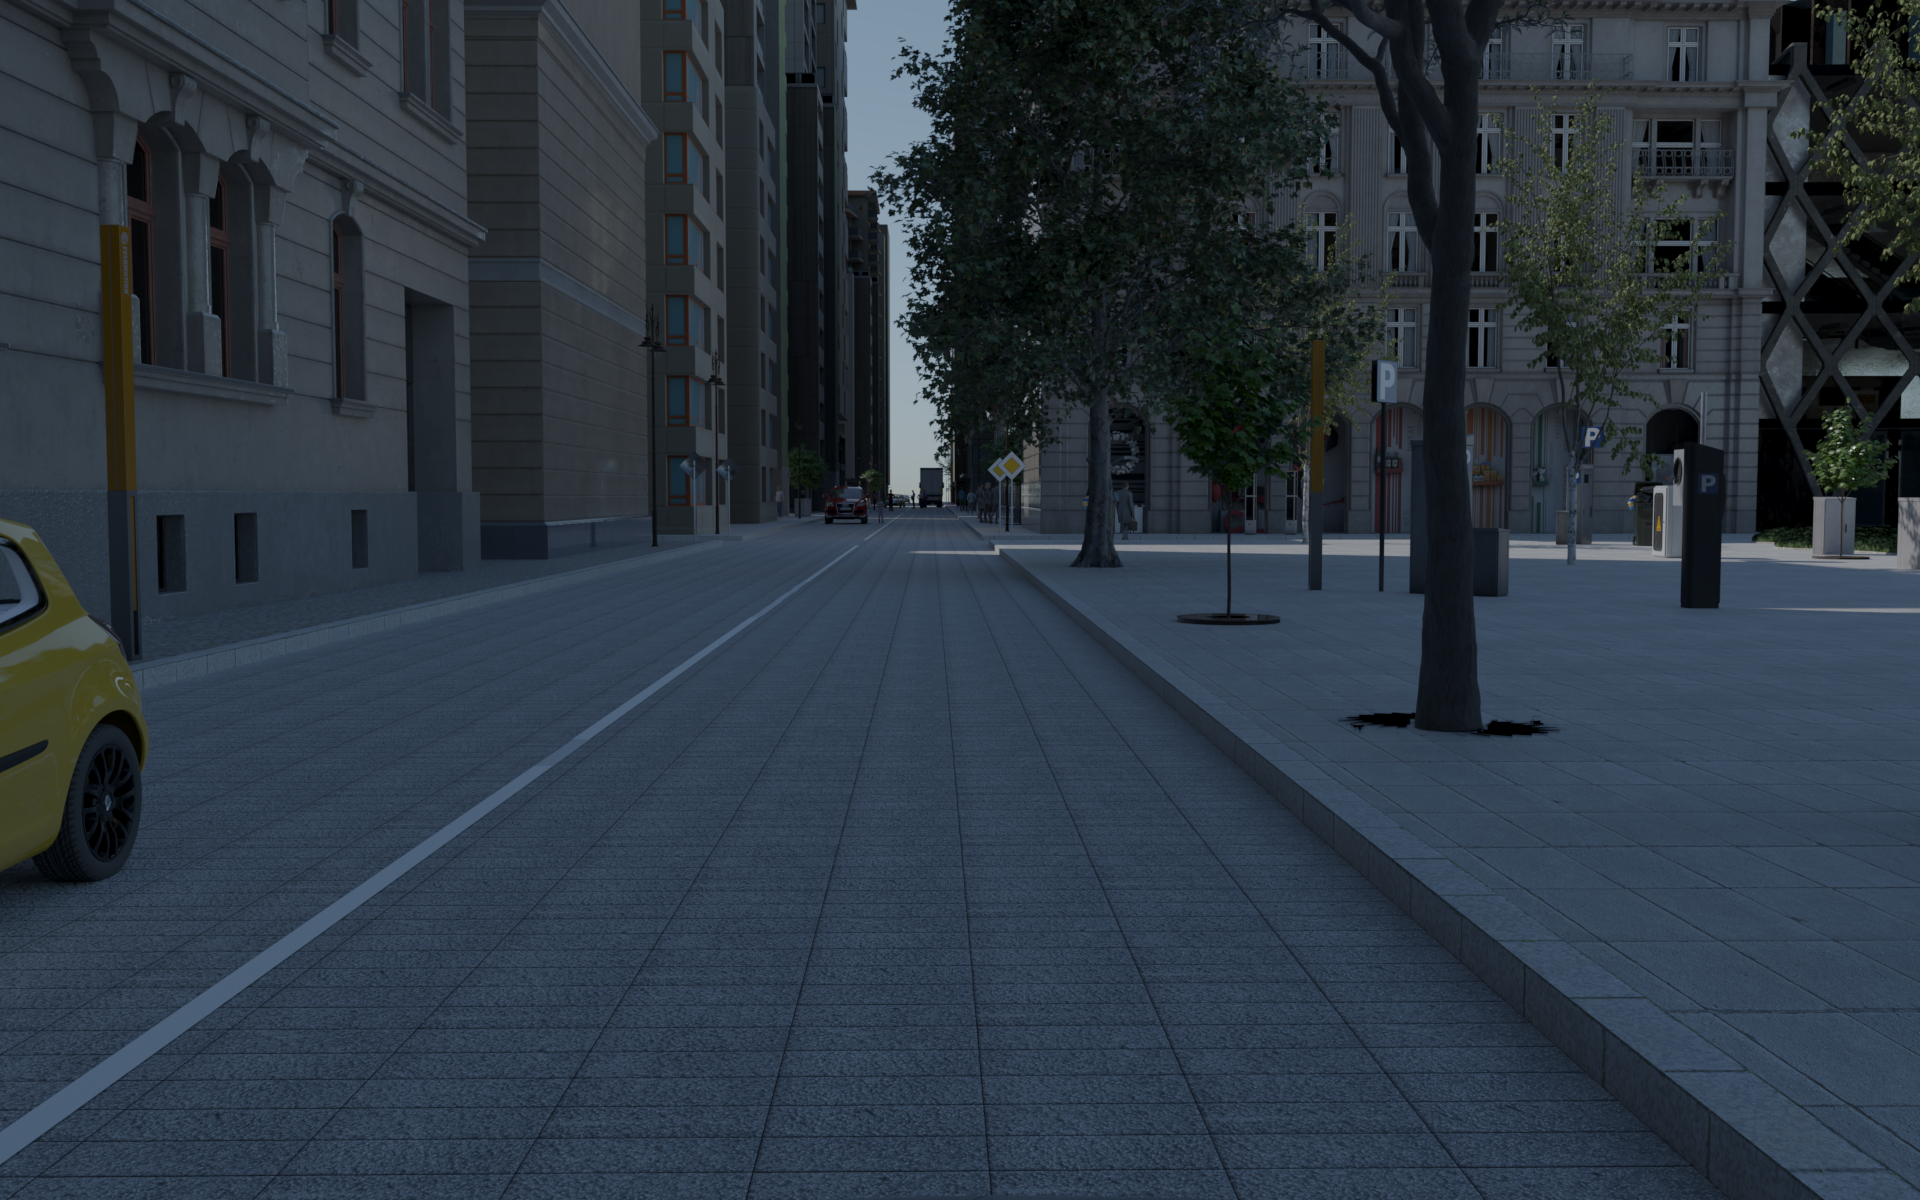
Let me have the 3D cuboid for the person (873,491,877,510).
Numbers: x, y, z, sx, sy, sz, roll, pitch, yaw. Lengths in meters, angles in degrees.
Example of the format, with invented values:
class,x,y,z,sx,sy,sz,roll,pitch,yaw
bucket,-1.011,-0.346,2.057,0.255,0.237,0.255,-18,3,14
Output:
class,x,y,z,sx,sy,sz,roll,pitch,yaw
person,-7.517,-8.854,153.973,0.721,1.736,1.217,-1,4,-12

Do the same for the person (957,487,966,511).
class,x,y,z,sx,sy,sz,roll,pitch,yaw
person,0.124,-7.424,127.773,0.601,1.785,0.444,2,4,32

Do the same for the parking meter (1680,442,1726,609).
class,x,y,z,sx,sy,sz,roll,pitch,yaw
parking meter,8.358,-0.842,19.475,0.399,1.863,0.255,0,4,0

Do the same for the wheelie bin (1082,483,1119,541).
class,x,y,z,sx,sy,sz,roll,pitch,yaw
wheelie bin,3.682,-2.262,44.891,0.980,1.594,0.693,-1,4,-18

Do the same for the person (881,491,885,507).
class,x,y,z,sx,sy,sz,roll,pitch,yaw
person,-8.492,-11.102,190.542,0.721,1.766,1.217,0,4,6

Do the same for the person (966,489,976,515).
class,x,y,z,sx,sy,sz,roll,pitch,yaw
person,0.699,-6.158,108.529,0.589,1.601,0.330,0,4,-3

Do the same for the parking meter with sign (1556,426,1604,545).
class,x,y,z,sx,sy,sz,roll,pitch,yaw
parking meter with sign,15.790,-2.933,44.210,0.543,3.016,1.738,3,5,43

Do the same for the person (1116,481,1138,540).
class,x,y,z,sx,sy,sz,roll,pitch,yaw
person,4.878,-2.572,50.657,0.694,1.812,0.767,3,5,41

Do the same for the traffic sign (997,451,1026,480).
class,x,y,z,sx,sy,sz,roll,pitch,yaw
traffic sign,1.418,-2.730,46.826,0.795,2.593,0.064,0,4,-1

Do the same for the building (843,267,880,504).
class,x,y,z,sx,sy,sz,roll,pitch,yaw
building,-17.482,-27.474,220.899,14.160,30.474,14.107,0,4,-1

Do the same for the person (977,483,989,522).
class,x,y,z,sx,sy,sz,roll,pitch,yaw
person,1.033,-4.460,79.149,0.419,1.800,0.721,-3,5,-41

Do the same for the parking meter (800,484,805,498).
class,x,y,z,sx,sy,sz,roll,pitch,yaw
parking meter,-9.448,-5.994,103.708,0.255,1.863,0.399,-1,4,-15

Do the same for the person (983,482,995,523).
class,x,y,z,sx,sy,sz,roll,pitch,yaw
person,1.298,-4.294,76.432,0.526,1.800,0.537,0,4,3

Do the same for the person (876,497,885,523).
class,x,y,z,sx,sy,sz,roll,pitch,yaw
person,-3.906,-4.447,85.486,0.425,1.301,0.394,-2,4,-31

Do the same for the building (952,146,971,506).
class,x,y,z,sx,sy,sz,roll,pitch,yaw
building,5.895,-35.210,225.797,14.600,45.320,14.200,0,4,-1

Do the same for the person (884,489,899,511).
class,x,y,z,sx,sy,sz,roll,pitch,yaw
person,-5.765,-8.356,145.062,1.348,1.831,0.705,2,4,26

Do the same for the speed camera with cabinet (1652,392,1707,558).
class,x,y,z,sx,sy,sz,roll,pitch,yaw
speed camera with cabinet,14.355,-2.453,34.436,0.660,3.252,2.038,0,4,7

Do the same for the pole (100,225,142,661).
class,x,y,z,sx,sy,sz,roll,pitch,yaw
pole,-6.422,-1.187,13.257,0.158,3.312,0.155,0,3,0

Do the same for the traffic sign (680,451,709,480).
class,x,y,z,sx,sy,sz,roll,pitch,yaw
traffic sign,-7.175,-2.722,46.700,0.795,2.593,0.064,0,4,-1

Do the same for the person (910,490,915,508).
class,x,y,z,sx,sy,sz,roll,pitch,yaw
person,-4.755,-10.024,172.259,0.599,1.838,0.709,1,4,13

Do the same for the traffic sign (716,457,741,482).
class,x,y,z,sx,sy,sz,roll,pitch,yaw
traffic sign,-7.312,-3.211,54.683,0.795,2.593,0.064,0,4,-1

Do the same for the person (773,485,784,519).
class,x,y,z,sx,sy,sz,roll,pitch,yaw
person,-9.270,-5.021,88.802,0.731,1.740,0.598,1,4,21

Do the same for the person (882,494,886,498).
class,x,y,z,sx,sy,sz,roll,pitch,yaw
person,-8.397,-11.040,192.242,0.421,1.427,0.697,2,4,32

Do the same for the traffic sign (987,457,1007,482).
class,x,y,z,sx,sy,sz,roll,pitch,yaw
traffic sign,1.281,-3.218,54.810,0.795,2.593,0.064,0,4,-1

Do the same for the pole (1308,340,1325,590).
class,x,y,z,sx,sy,sz,roll,pitch,yaw
pole,4.749,-1.788,23.073,0.158,3.312,0.155,0,3,0

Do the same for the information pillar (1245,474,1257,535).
class,x,y,z,sx,sy,sz,roll,pitch,yaw
information pillar,9.151,-3.059,54.504,0.304,2.012,0.304,1,4,23

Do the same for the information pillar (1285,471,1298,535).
class,x,y,z,sx,sy,sz,roll,pitch,yaw
information pillar,10.424,-3.057,54.481,0.304,2.012,0.304,2,4,27

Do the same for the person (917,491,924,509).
class,x,y,z,sx,sy,sz,roll,pitch,yaw
person,-3.888,-9.941,171.970,0.756,1.711,0.436,1,4,22

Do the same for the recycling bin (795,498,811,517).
class,x,y,z,sx,sy,sz,roll,pitch,yaw
recycling bin,-8.979,-5.285,98.964,0.722,1.027,0.722,2,4,25

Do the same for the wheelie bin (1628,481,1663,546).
class,x,y,z,sx,sy,sz,roll,pitch,yaw
wheelie bin,17.036,-2.133,42.776,0.980,1.594,0.693,1,4,13

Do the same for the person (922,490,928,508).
class,x,y,z,sx,sy,sz,roll,pitch,yaw
person,-3.590,-10.214,175.361,0.709,1.838,0.599,-1,4,-11

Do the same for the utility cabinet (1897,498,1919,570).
class,x,y,z,sx,sy,sz,roll,pitch,yaw
utility cabinet,16.435,-1.127,29.583,0.306,1.237,1.020,0,3,0

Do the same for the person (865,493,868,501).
class,x,y,z,sx,sy,sz,roll,pitch,yaw
person,-9.359,-9.997,172.731,0.421,1.427,0.697,0,4,3

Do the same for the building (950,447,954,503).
class,x,y,z,sx,sy,sz,roll,pitch,yaw
building,12.335,-26.334,275.593,27.650,21.520,28.899,0,4,-1

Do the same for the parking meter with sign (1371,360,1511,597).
class,x,y,z,sx,sy,sz,roll,pitch,yaw
parking meter with sign,6.165,-1.585,22.170,1.738,3.016,0.543,3,5,41

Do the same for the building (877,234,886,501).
class,x,y,z,sx,sy,sz,roll,pitch,yaw
building,-18.590,-35.524,264.414,14.154,41.232,14.086,0,4,-1

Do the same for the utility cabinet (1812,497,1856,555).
class,x,y,z,sx,sy,sz,roll,pitch,yaw
utility cabinet,18.606,-1.571,36.853,1.020,1.237,0.306,-2,4,-28

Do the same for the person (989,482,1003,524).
class,x,y,z,sx,sy,sz,roll,pitch,yaw
person,1.574,-4.211,75.021,0.709,1.813,0.853,1,4,21

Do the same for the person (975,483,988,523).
class,x,y,z,sx,sy,sz,roll,pitch,yaw
person,0.989,-4.325,77.101,0.599,1.781,0.374,3,4,37

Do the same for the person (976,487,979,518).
class,x,y,z,sx,sy,sz,roll,pitch,yaw
person,1.025,-5.221,91.963,0.362,1.759,0.519,1,4,21

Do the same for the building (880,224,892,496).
class,x,y,z,sx,sy,sz,roll,pitch,yaw
building,-18.310,-38.430,278.438,14.600,45.320,14.200,0,4,-1

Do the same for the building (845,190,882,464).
class,x,y,z,sx,sy,sz,roll,pitch,yaw
building,-22.298,-35.974,242.803,22.147,44.769,28.867,0,4,-1
